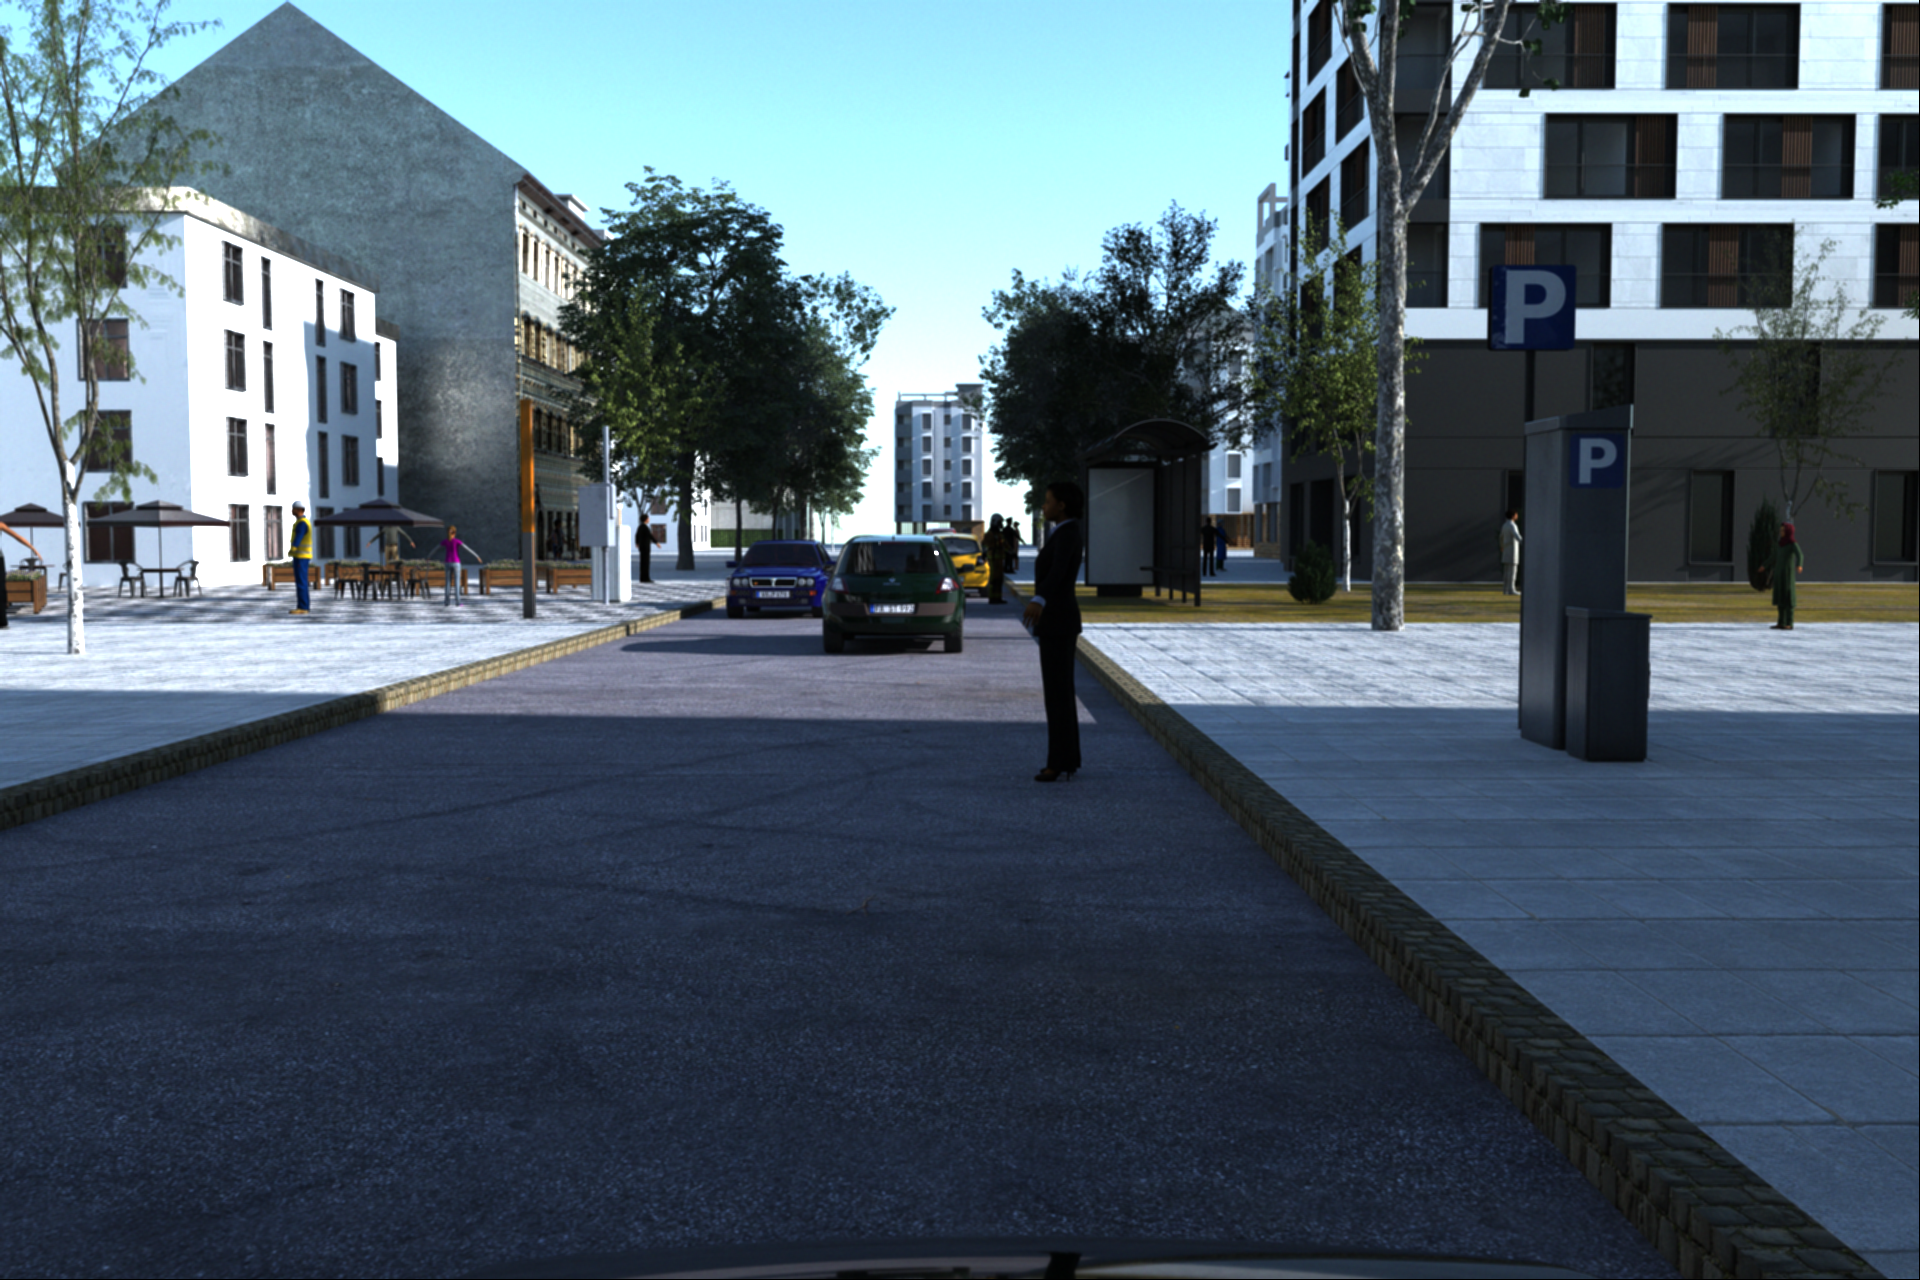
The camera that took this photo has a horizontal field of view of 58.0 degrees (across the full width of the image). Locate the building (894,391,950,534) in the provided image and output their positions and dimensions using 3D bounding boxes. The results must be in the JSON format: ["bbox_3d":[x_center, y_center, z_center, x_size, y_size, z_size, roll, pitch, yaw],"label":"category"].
[{"bbox_3d":[-7.989,-22.149,221.015,11.380,20.090,16.016,0,4,-5],"label":"building"}]

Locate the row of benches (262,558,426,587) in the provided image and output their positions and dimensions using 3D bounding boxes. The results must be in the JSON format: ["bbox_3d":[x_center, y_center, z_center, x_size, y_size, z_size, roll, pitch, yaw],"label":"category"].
[{"bbox_3d":[-15.130,-1.689,43.076,4.104,0.672,1.422,-1,4,-16],"label":"row of benches"}]

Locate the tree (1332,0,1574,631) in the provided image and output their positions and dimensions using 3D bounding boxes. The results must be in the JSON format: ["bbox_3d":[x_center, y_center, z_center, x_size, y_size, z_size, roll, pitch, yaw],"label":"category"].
[{"bbox_3d":[6.795,-10.129,21.496,12.611,20.169,13.585,0,3,0],"label":"tree"}]

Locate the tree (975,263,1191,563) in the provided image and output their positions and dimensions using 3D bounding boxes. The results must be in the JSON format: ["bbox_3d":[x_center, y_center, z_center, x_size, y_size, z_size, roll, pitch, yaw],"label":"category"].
[{"bbox_3d":[5.731,-10.281,78.458,12.009,13.543,11.850,0,3,0],"label":"tree"}]

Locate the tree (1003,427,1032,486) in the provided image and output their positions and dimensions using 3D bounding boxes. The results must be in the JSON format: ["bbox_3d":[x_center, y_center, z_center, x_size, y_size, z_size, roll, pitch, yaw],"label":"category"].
[{"bbox_3d":[11.241,-22.447,222.892,12.611,20.169,13.585,0,3,0],"label":"tree"}]

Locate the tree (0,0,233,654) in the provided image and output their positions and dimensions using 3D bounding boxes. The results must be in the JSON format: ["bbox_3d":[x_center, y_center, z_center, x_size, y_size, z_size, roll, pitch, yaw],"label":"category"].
[{"bbox_3d":[-9.410,-4.172,18.575,4.360,8.622,3.978,0,3,0],"label":"tree"}]

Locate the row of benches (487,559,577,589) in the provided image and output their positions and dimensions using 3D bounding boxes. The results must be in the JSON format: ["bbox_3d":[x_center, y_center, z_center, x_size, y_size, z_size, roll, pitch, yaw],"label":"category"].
[{"bbox_3d":[-10.415,-1.632,42.139,1.422,0.672,4.104,-3,4,-36],"label":"row of benches"}]

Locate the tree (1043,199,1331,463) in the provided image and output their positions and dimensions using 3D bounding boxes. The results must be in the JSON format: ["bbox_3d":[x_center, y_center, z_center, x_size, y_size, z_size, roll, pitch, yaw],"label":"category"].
[{"bbox_3d":[6.245,-6.918,47.517,8.767,10.594,7.601,1,4,12],"label":"tree"}]

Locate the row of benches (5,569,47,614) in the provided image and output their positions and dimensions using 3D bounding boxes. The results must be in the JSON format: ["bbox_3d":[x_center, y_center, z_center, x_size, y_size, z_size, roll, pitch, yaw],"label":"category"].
[{"bbox_3d":[-15.906,-0.849,29.342,1.422,0.672,4.104,-2,4,-26],"label":"row of benches"}]

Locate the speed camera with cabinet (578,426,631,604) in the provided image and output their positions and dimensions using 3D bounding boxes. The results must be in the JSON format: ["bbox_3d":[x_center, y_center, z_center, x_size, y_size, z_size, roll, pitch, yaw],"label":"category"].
[{"bbox_3d":[-6.664,-2.332,32.460,0.660,3.252,2.038,0,3,0],"label":"speed camera with cabinet"}]

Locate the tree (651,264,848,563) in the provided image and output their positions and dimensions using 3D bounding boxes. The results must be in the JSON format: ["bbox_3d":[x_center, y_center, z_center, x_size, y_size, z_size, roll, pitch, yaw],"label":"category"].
[{"bbox_3d":[-9.840,-10.202,77.175,12.009,13.543,11.850,0,3,0],"label":"tree"}]

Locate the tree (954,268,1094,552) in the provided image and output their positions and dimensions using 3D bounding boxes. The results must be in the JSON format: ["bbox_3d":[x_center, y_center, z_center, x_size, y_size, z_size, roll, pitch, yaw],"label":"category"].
[{"bbox_3d":[5.829,-16.289,122.222,12.611,20.169,13.585,0,3,0],"label":"tree"}]

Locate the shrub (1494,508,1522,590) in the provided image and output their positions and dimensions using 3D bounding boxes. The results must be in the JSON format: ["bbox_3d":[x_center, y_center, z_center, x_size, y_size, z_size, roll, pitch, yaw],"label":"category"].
[{"bbox_3d":[13.085,-2.166,39.463,1.661,2.075,1.752,0,3,0],"label":"shrub"}]

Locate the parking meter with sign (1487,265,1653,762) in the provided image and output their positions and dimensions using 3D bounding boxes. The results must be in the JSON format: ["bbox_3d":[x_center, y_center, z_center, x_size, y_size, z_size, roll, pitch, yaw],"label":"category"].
[{"bbox_3d":[3.713,-0.871,10.499,0.543,3.016,1.738,0,3,0],"label":"parking meter with sign"}]

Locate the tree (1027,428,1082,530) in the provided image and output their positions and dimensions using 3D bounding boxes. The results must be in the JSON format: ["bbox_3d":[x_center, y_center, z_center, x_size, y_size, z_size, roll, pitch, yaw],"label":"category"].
[{"bbox_3d":[5.682,-9.380,103.733,4.737,8.622,4.395,0,3,0],"label":"tree"}]

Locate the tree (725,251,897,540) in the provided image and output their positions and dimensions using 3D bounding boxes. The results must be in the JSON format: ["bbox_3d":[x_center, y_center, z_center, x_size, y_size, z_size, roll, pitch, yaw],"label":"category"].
[{"bbox_3d":[-10.967,-15.942,116.539,12.611,20.169,13.585,0,3,0],"label":"tree"}]

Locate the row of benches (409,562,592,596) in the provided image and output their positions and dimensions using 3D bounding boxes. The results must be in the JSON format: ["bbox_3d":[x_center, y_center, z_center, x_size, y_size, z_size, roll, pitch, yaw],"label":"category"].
[{"bbox_3d":[-9.555,-1.311,36.905,4.104,0.672,1.422,-2,4,-28],"label":"row of benches"}]

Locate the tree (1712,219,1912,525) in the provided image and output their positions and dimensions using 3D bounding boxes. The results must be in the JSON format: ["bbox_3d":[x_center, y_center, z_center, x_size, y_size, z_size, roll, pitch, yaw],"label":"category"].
[{"bbox_3d":[19.611,-5.533,40.829,4.360,8.622,3.978,0,3,0],"label":"tree"}]

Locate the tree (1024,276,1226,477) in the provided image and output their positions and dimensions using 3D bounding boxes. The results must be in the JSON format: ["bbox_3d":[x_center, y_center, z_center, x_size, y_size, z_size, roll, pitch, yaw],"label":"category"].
[{"bbox_3d":[5.944,-7.800,61.943,7.601,10.594,8.767,-1,4,-10],"label":"tree"}]

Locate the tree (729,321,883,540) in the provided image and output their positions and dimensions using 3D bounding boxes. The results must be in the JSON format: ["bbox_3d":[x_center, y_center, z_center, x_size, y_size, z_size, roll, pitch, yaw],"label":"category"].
[{"bbox_3d":[-9.472,-12.016,103.114,9.857,13.997,8.962,0,3,0],"label":"tree"}]

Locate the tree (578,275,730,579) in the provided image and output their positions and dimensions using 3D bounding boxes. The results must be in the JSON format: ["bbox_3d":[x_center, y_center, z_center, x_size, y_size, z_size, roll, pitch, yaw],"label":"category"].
[{"bbox_3d":[-8.966,-6.048,49.246,4.737,8.622,4.395,0,3,0],"label":"tree"}]

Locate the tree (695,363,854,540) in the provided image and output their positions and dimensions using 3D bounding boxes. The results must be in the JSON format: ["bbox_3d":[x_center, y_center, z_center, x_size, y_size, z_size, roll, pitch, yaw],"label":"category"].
[{"bbox_3d":[-9.800,-9.532,90.266,8.767,10.594,7.601,0,4,-5],"label":"tree"}]

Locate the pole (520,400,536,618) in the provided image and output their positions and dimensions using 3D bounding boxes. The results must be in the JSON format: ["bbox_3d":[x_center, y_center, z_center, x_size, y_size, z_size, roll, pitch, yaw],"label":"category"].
[{"bbox_3d":[-6.586,-1.991,26.402,0.158,3.312,0.155,0,3,0],"label":"pole"}]

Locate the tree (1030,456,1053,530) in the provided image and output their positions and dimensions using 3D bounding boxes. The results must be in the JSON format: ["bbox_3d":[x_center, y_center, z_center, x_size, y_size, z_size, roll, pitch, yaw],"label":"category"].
[{"bbox_3d":[5.606,-9.744,109.677,4.360,8.622,3.978,0,3,0],"label":"tree"}]

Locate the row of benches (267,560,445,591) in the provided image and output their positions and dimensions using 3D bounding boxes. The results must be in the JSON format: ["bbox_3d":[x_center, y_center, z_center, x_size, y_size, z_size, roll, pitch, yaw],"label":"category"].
[{"bbox_3d":[-13.844,-1.513,40.205,4.104,0.672,1.422,-2,4,-29],"label":"row of benches"}]

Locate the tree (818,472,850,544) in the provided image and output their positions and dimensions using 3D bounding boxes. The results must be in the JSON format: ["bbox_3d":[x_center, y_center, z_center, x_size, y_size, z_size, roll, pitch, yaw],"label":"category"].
[{"bbox_3d":[-17.228,-17.759,216.110,9.928,11.665,9.643,0,3,0],"label":"tree"}]

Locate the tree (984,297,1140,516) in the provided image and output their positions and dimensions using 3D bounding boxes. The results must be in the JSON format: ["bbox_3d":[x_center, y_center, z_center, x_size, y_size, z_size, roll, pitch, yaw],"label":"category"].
[{"bbox_3d":[5.740,-11.365,92.466,9.857,13.997,8.962,0,3,0],"label":"tree"}]

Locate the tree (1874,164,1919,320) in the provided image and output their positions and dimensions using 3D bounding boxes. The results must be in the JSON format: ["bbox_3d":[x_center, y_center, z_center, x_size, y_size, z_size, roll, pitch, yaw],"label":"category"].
[{"bbox_3d":[19.546,-6.283,28.482,9.928,11.665,9.643,0,3,0],"label":"tree"}]

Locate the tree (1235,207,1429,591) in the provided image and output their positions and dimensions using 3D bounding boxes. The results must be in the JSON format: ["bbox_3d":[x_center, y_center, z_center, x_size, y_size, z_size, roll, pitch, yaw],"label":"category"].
[{"bbox_3d":[8.492,-5.390,38.492,4.737,8.622,4.395,0,3,0],"label":"tree"}]

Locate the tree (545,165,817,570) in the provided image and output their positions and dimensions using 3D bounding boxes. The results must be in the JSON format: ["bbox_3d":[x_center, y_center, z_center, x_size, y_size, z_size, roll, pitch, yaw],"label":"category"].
[{"bbox_3d":[-9.714,-9.474,61.556,9.857,13.997,8.962,0,3,0],"label":"tree"}]

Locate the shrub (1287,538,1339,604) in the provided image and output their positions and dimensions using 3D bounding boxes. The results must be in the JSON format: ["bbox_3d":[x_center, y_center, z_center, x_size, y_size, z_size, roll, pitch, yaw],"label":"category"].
[{"bbox_3d":[6.447,-1.256,31.661,1.383,1.207,1.383,0,3,0],"label":"shrub"}]

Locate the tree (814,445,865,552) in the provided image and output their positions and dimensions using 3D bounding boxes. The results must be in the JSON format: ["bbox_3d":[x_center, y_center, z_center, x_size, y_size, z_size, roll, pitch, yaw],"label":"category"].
[{"bbox_3d":[-9.550,-10.773,126.506,4.360,8.622,3.978,0,3,0],"label":"tree"}]
